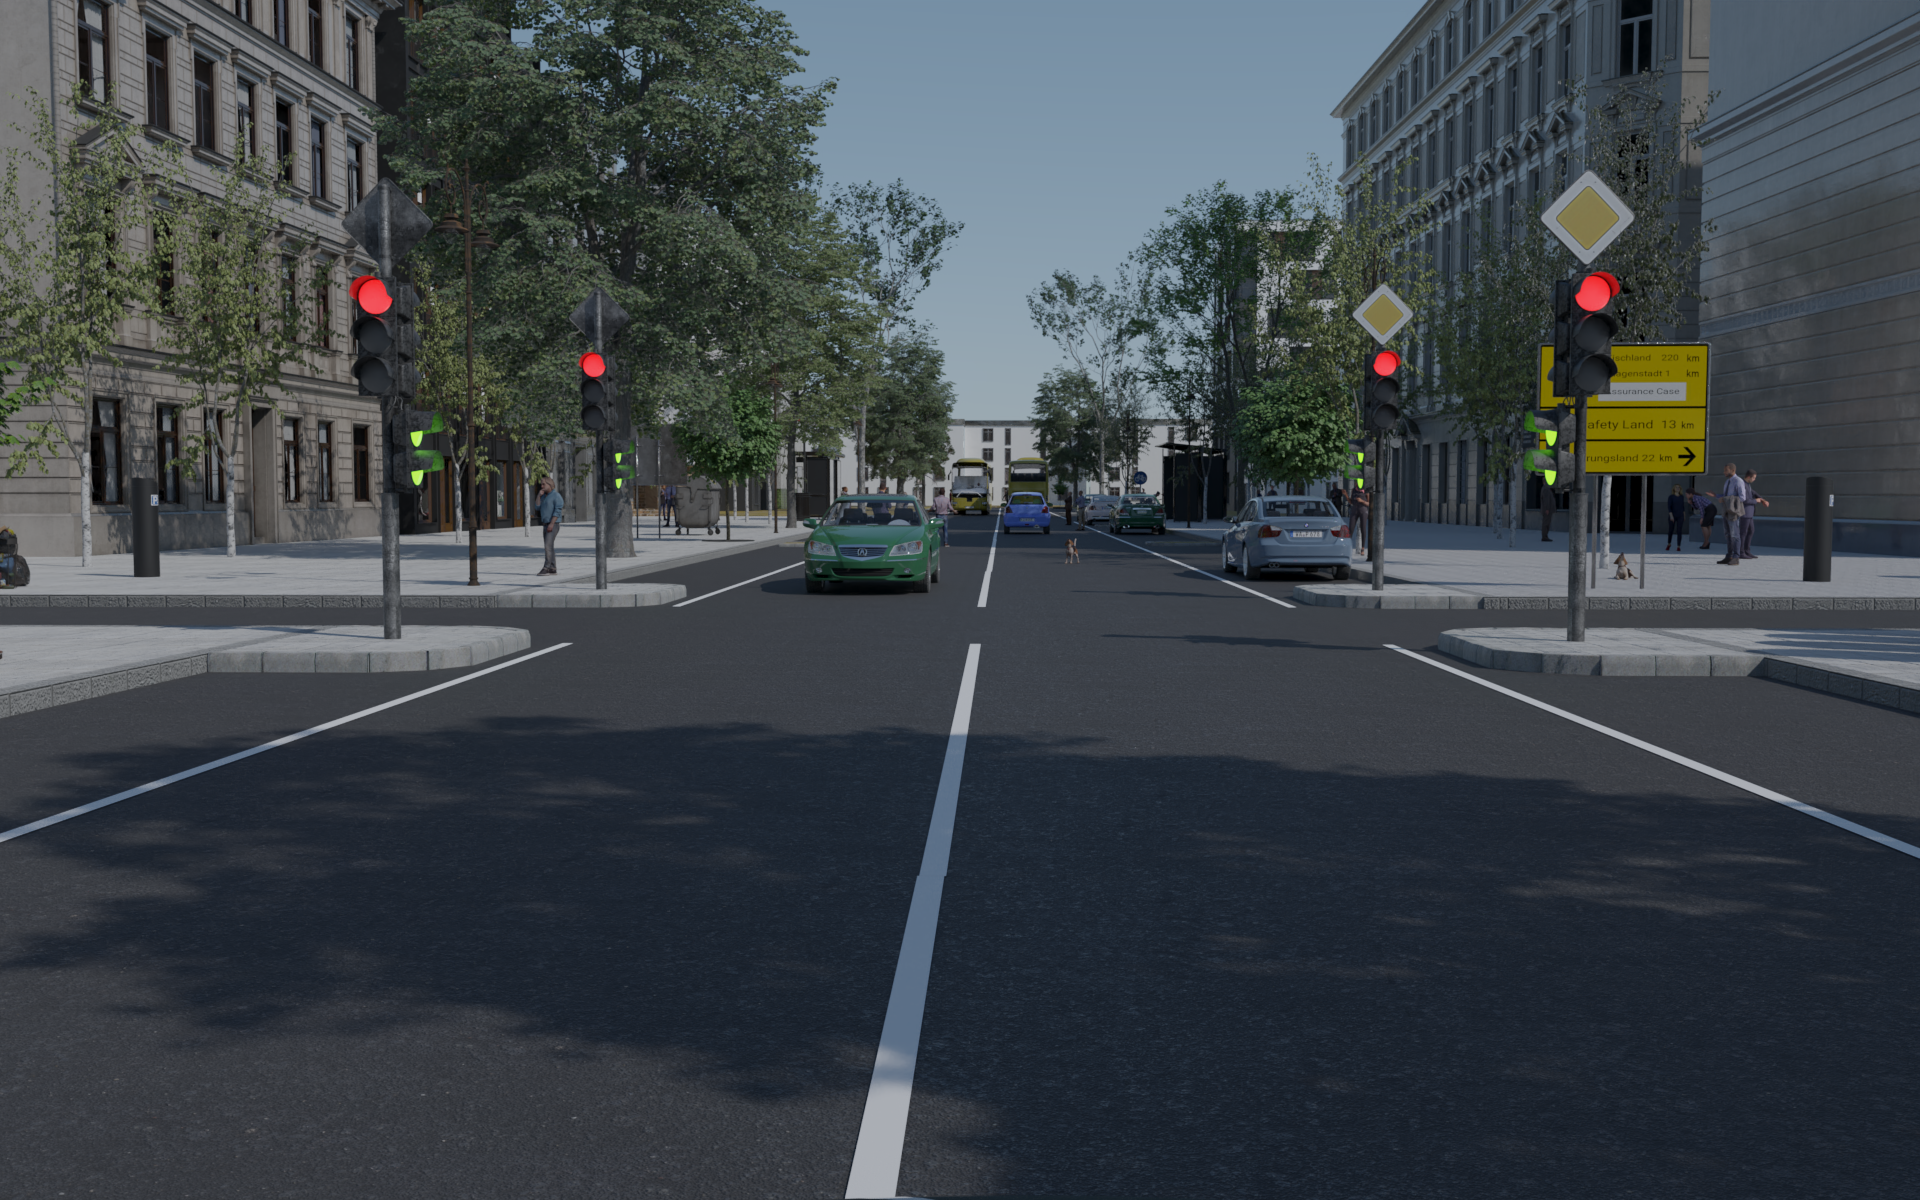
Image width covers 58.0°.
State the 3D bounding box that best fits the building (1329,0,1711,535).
[{"bbox_3d":[28.614,-18.264,75.027,17.030,29.872,44.131,0,4,1],"label":"building"}]

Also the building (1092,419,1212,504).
[{"bbox_3d":[28.569,-15.593,197.090,28.070,9.664,9.099,0,4,1],"label":"building"}]

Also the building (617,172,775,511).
[{"bbox_3d":[-29.484,-17.300,126.827,27.936,21.610,32.646,0,4,1],"label":"building"}]

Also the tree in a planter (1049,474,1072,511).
[{"bbox_3d":[8.782,-9.449,151.708,1.991,3.239,1.994,0,4,1],"label":"tree in a planter"}]

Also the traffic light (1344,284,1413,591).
[{"bbox_3d":[5.547,-2.063,22.967,0.839,4.213,0.868,0,4,1],"label":"traffic light"}]

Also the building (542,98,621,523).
[{"bbox_3d":[-22.061,-14.051,78.892,9.793,20.994,18.267,0,4,1],"label":"building"}]

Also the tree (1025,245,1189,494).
[{"bbox_3d":[12.146,-16.802,130.605,12.611,20.169,13.585,0,3,0],"label":"tree"}]

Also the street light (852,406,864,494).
[{"bbox_3d":[-5.224,-7.106,88.969,0.468,5.910,1.993,0,4,1],"label":"street light"}]

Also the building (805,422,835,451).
[{"bbox_3d":[-27.529,-15.738,199.466,28.070,9.664,9.099,0,4,1],"label":"building"}]

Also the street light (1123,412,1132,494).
[{"bbox_3d":[9.451,-7.639,97.688,0.468,5.910,1.993,0,4,1],"label":"street light"}]

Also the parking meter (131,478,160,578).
[{"bbox_3d":[-12.579,-1.122,26.755,0.372,1.533,0.369,0,3,0],"label":"parking meter"}]

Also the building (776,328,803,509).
[{"bbox_3d":[-30.786,-17.704,155.925,31.486,18.905,16.747,0,4,1],"label":"building"}]

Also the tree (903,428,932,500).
[{"bbox_3d":[-4.285,-13.210,166.346,4.360,8.622,3.978,0,3,0],"label":"tree"}]

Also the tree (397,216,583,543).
[{"bbox_3d":[-13.163,-5.773,44.743,4.737,8.622,4.395,0,3,0],"label":"tree"}]

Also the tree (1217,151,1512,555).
[{"bbox_3d":[8.255,-5.265,36.451,4.737,8.622,4.395,0,3,0],"label":"tree"}]

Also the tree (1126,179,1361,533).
[{"bbox_3d":[9.266,-7.983,56.273,9.928,11.665,9.643,0,3,0],"label":"tree"}]

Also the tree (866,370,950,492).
[{"bbox_3d":[-4.682,-13.313,143.423,9.928,11.665,9.643,0,3,0],"label":"tree"}]

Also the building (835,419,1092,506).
[{"bbox_3d":[0.506,-15.630,197.702,28.070,9.664,9.099,0,4,1],"label":"building"}]

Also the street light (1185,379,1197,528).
[{"bbox_3d":[8.651,-5.660,65.334,0.468,5.910,1.993,0,4,1],"label":"street light"}]

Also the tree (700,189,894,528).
[{"bbox_3d":[-5.931,-8.968,64.757,7.486,12.596,7.792,0,3,0],"label":"tree"}]

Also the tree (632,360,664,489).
[{"bbox_3d":[-13.850,-7.179,67.736,4.737,8.622,4.395,0,3,0],"label":"tree"}]

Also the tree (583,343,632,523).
[{"bbox_3d":[-13.036,-6.167,51.188,4.737,8.622,4.395,0,3,0],"label":"tree"}]

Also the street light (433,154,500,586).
[{"bbox_3d":[-6.803,-3.135,24.049,0.468,5.910,1.993,0,4,1],"label":"street light"}]

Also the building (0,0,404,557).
[{"bbox_3d":[-22.514,-10.962,43.860,10.561,19.102,19.286,0,4,1],"label":"building"}]

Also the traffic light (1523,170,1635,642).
[{"bbox_3d":[5.349,-1.574,14.985,0.839,4.213,0.868,0,4,1],"label":"traffic light"}]

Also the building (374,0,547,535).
[{"bbox_3d":[-23.065,-14.192,61.712,12.332,23.373,15.834,0,4,1],"label":"building"}]

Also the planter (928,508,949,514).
[{"bbox_3d":[-1.988,-6.381,125.463,1.991,0.319,1.994,0,4,1],"label":"planter"}]

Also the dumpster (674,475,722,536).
[{"bbox_3d":[-8.199,-2.958,54.118,1.264,1.857,1.865,0,4,1],"label":"dumpster"}]

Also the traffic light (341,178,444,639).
[{"bbox_3d":[-5.010,-1.589,15.225,0.839,4.213,0.868,0,4,1],"label":"traffic light"}]

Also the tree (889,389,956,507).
[{"bbox_3d":[-3.679,-15.410,174.002,6.751,12.117,7.091,0,3,0],"label":"tree"}]

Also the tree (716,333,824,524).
[{"bbox_3d":[-7.948,-7.522,73.340,4.360,8.622,3.978,0,3,0],"label":"tree"}]

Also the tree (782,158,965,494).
[{"bbox_3d":[-6.432,-14.828,98.321,12.611,20.169,13.585,0,3,0],"label":"tree"}]

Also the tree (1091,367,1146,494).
[{"bbox_3d":[9.702,-9.226,101.202,4.360,8.622,3.978,0,3,0],"label":"tree"}]

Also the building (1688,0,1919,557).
[{"bbox_3d":[29.255,-15.493,39.215,20.117,28.700,13.634,0,4,1],"label":"building"}]

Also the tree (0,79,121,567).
[{"bbox_3d":[-15.617,-4.886,30.254,4.737,8.622,4.395,0,3,0],"label":"tree"}]

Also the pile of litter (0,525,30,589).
[{"bbox_3d":[-13.337,-0.588,23.571,1.176,0.858,1.719,0,4,2],"label":"pile of litter"}]

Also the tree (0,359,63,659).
[{"bbox_3d":[-8.048,-1.143,13.283,1.663,3.219,1.824,0,3,0],"label":"tree"}]

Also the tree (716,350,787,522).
[{"bbox_3d":[-9.951,-7.849,78.699,4.737,8.622,4.395,0,3,0],"label":"tree"}]

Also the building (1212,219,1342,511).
[{"bbox_3d":[34.874,-18.419,145.117,27.936,21.610,32.646,0,4,1],"label":"building"}]

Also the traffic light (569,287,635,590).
[{"bbox_3d":[-4.811,-2.077,23.208,0.839,4.213,0.868,0,4,1],"label":"traffic light"}]

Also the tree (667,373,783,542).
[{"bbox_3d":[-6.305,-3.874,47.050,4.285,4.588,4.351,0,3,0],"label":"tree"}]

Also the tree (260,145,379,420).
[{"bbox_3d":[-14.784,-5.186,35.152,4.737,8.622,4.395,0,3,0],"label":"tree"}]

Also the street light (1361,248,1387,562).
[{"bbox_3d":[7.802,-3.668,32.756,0.468,5.910,1.993,0,4,1],"label":"street light"}]

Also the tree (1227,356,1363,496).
[{"bbox_3d":[8.119,-3.517,41.220,4.285,4.588,4.351,0,3,0],"label":"tree"}]

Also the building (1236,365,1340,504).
[{"bbox_3d":[24.720,-10.576,115.070,9.099,9.664,28.070,0,4,1],"label":"building"}]

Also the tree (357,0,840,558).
[{"bbox_3d":[-6.936,-7.839,34.827,9.857,13.997,8.962,0,3,0],"label":"tree"}]

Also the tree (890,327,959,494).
[{"bbox_3d":[-4.688,-13.804,132.348,9.857,13.997,8.962,0,3,0],"label":"tree"}]

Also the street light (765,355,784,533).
[{"bbox_3d":[-6.030,-5.125,56.583,0.468,5.910,1.993,0,4,1],"label":"street light"}]

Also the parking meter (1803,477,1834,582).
[{"bbox_3d":[12.576,-1.038,25.377,0.372,1.533,0.369,0,3,0],"label":"parking meter"}]

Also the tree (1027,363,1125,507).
[{"bbox_3d":[11.361,-16.000,168.255,9.857,13.997,8.962,0,3,0],"label":"tree"}]

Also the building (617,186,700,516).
[{"bbox_3d":[-24.014,-15.189,104.759,16.016,20.091,11.380,0,4,1],"label":"building"}]
